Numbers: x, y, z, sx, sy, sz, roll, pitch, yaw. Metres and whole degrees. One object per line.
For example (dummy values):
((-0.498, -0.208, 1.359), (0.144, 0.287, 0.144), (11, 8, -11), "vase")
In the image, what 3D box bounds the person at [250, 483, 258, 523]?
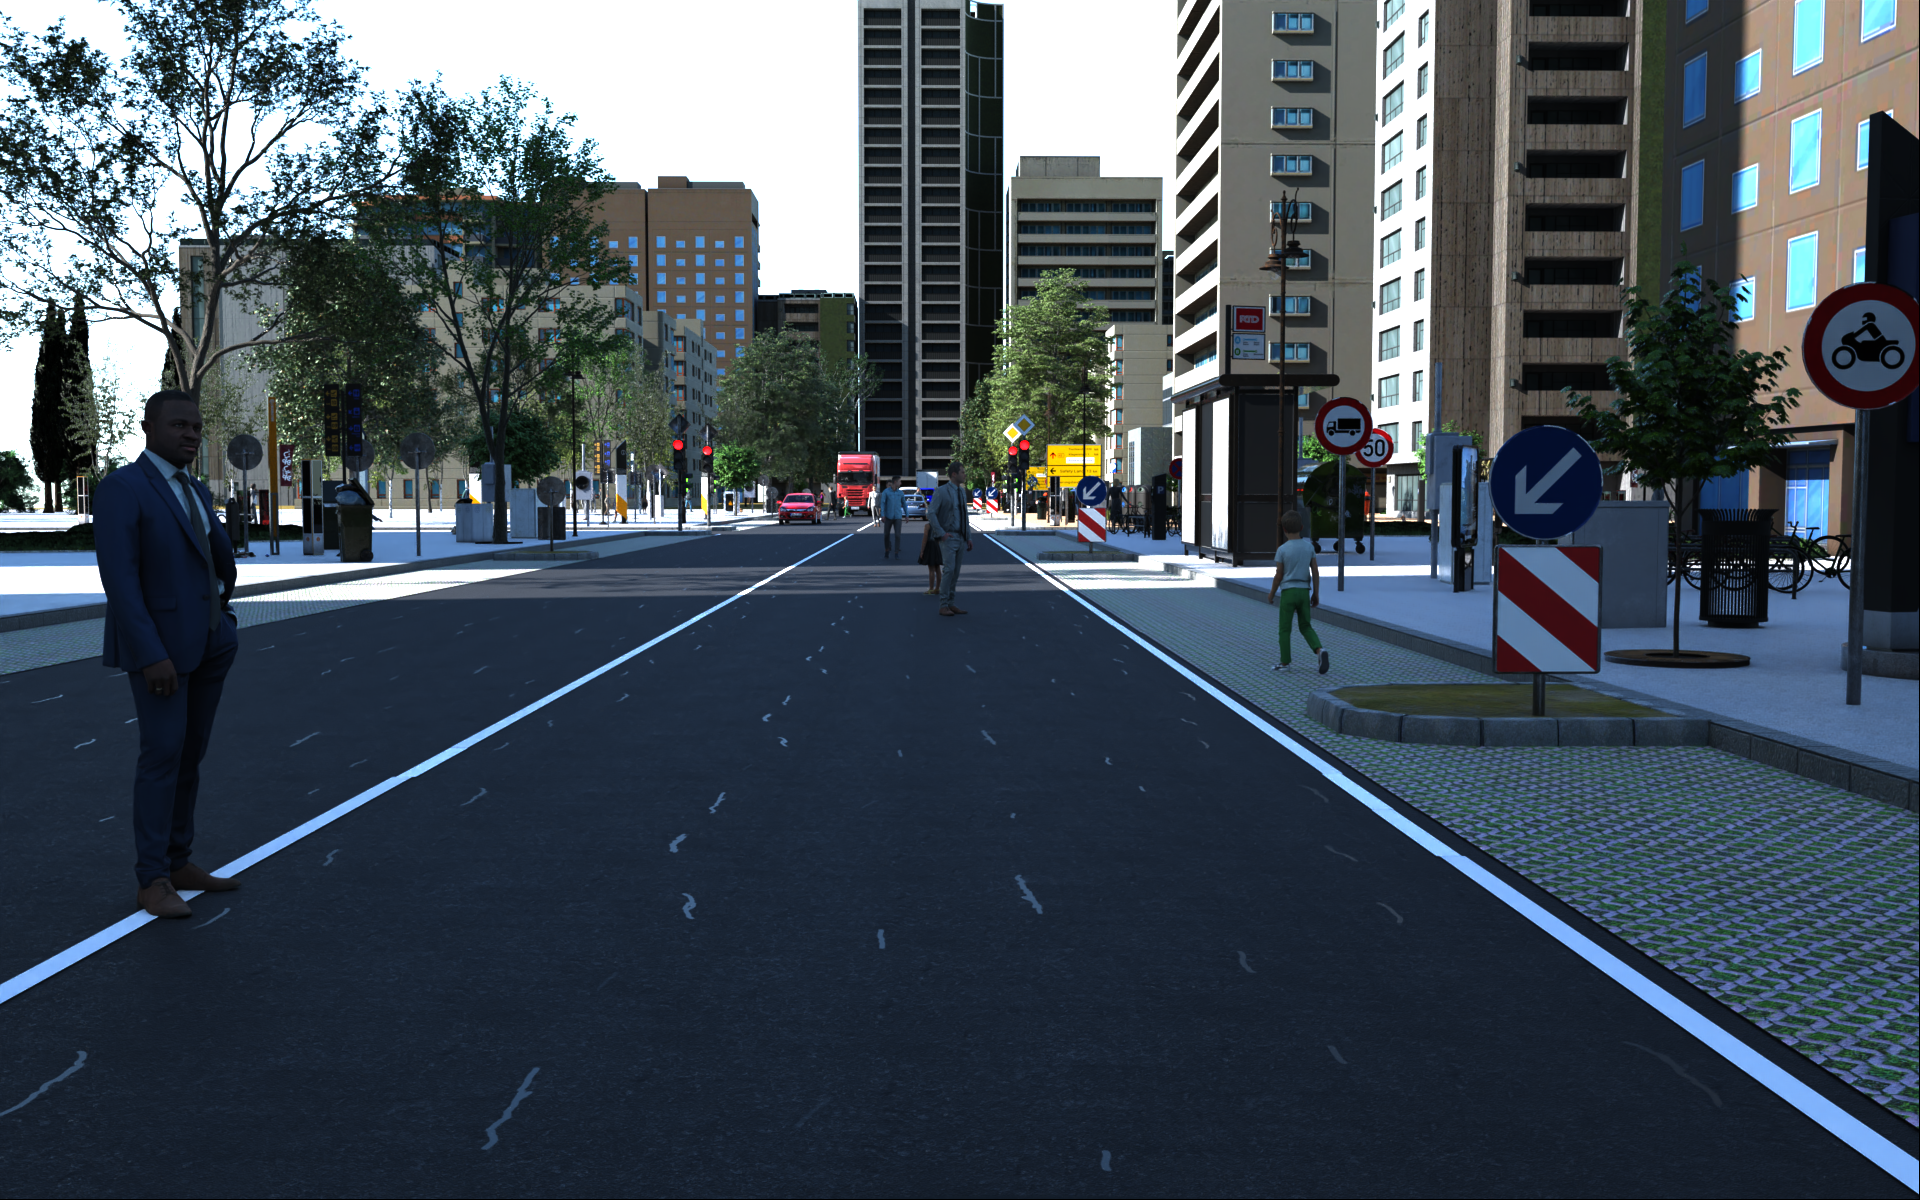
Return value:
((-26.483, -3.437, 64.798), (0.850, 1.850, 0.679), (-2, 4, -33), "person")

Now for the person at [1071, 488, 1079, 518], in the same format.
((6.313, -5.402, 94.554), (0.721, 1.800, 0.419), (2, 4, 30), "person")

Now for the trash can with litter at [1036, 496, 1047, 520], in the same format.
((4.023, -4.619, 86.912), (0.624, 1.170, 1.055), (0, 4, -7), "trash can with litter")

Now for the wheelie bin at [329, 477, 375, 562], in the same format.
((-11.474, -1.523, 32.817), (0.693, 1.594, 0.980), (-2, 4, -25), "wheelie bin")

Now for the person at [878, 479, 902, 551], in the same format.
((-1.734, -2.137, 43.641), (0.606, 1.804, 0.583), (-1, 4, -16), "person")

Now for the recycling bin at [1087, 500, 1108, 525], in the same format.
((5.749, -3.671, 72.581), (0.722, 1.027, 0.722), (-1, 4, -11), "recycling bin")

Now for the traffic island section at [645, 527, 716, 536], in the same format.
((-9.782, -2.333, 60.432), (2.009, 0.180, 2.903), (0, 4, -1), "traffic island section")

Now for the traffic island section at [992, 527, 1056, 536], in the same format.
((2.257, -2.347, 60.661), (2.009, 0.180, 2.903), (0, 4, -1), "traffic island section")

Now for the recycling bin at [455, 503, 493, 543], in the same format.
((-12.961, -2.060, 46.239), (0.722, 1.027, 0.722), (3, 4, 37), "recycling bin")

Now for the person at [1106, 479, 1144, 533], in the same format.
((5.520, -3.167, 58.037), (0.699, 1.804, 1.509), (-3, 5, -42), "person")

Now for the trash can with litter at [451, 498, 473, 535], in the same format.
((-15.804, -2.649, 54.704), (0.624, 1.170, 1.055), (-3, 4, -39), "trash can with litter")

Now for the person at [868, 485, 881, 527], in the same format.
((-3.690, -4.116, 75.920), (0.709, 1.813, 0.853), (0, 4, -3), "person")

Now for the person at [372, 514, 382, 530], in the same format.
((-21.697, -3.009, 63.190), (1.012, 1.151, 0.738), (1, 4, 17), "person")

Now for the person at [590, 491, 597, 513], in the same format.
((-25.292, -6.916, 119.312), (0.606, 1.804, 0.583), (-2, 4, -35), "person")

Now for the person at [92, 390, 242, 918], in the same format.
((-2.806, 0.156, 6.137), (0.419, 1.800, 0.721), (0, 4, 1), "person")

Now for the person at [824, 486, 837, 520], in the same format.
((-7.095, -5.296, 94.873), (0.755, 1.850, 0.659), (2, 4, 31), "person")

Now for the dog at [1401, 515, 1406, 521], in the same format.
((19.169, -3.470, 74.472), (0.748, 0.427, 0.550), (-2, 4, -30), "dog")

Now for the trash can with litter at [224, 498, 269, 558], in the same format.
((-14.865, -1.462, 34.959), (1.678, 1.210, 2.233), (-1, 4, -13), "trash can with litter")

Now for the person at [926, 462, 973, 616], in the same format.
((-0.101, -0.737, 20.657), (0.391, 1.810, 0.635), (2, 4, 29), "person")

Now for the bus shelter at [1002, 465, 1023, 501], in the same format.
((4.340, -9.116, 140.337), (1.731, 3.624, 6.357), (0, 4, -1), "bus shelter")

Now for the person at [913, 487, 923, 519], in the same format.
((-2.357, -5.488, 98.325), (0.767, 1.812, 0.694), (2, 4, 29), "person")

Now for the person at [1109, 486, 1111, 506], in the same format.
((10.358, -6.878, 118.672), (0.473, 1.802, 0.592), (1, 4, 19), "person")

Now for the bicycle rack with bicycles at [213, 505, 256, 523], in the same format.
((-24.552, -2.681, 57.220), (2.852, 0.926, 2.925), (-3, 4, -38), "bicycle rack with bicycles")

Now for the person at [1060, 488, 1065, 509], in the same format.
((6.462, -6.286, 109.004), (0.709, 1.800, 0.728), (-1, 4, -21), "person")

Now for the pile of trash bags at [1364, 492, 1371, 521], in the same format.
((15.853, -3.728, 70.705), (1.912, 1.369, 3.447), (-1, 4, -14), "pile of trash bags")

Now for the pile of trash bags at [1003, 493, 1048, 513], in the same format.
((4.717, -6.525, 116.433), (3.447, 1.369, 1.912), (-2, 4, -32), "pile of trash bags")

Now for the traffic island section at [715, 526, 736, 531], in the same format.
((-9.937, -2.822, 68.416), (2.009, 0.180, 2.903), (0, 4, -1), "traffic island section")

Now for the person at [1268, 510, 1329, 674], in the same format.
((2.700, -0.064, 13.795), (0.306, 1.304, 0.590), (-2, 4, -31), "person")

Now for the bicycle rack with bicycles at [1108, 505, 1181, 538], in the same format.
((5.990, -2.580, 55.558), (2.925, 0.926, 2.852), (-2, 4, -30), "bicycle rack with bicycles")

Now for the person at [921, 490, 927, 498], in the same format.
((-3.973, -10.295, 176.839), (1.348, 1.821, 0.705), (1, 4, 14), "person")

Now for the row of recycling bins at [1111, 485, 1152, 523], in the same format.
((7.754, -4.288, 77.216), (1.069, 1.692, 3.534), (-1, 4, -20), "row of recycling bins")

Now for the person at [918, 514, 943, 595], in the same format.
((-0.424, -0.703, 24.661), (0.373, 1.253, 0.362), (3, 5, 42), "person")

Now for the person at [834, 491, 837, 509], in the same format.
((-12.010, -9.681, 167.580), (0.721, 1.735, 1.217), (2, 4, 24), "person")

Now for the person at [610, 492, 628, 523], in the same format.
((-15.196, -4.304, 77.166), (0.760, 1.731, 0.466), (-1, 4, -16), "person")

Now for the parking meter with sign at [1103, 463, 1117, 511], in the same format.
((7.949, -6.151, 96.832), (1.738, 3.016, 0.543), (-3, 4, -37), "parking meter with sign")

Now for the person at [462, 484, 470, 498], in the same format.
((-22.932, -4.558, 80.917), (0.623, 1.781, 0.721), (-2, 4, -25), "person")

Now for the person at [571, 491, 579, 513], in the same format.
((-25.939, -6.778, 116.820), (0.622, 1.834, 0.822), (0, 4, -5), "person")

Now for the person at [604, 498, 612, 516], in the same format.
((-20.225, -5.457, 99.539), (0.640, 1.303, 0.475), (1, 4, 19), "person")

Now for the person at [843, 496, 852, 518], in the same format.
((-6.838, -5.650, 105.125), (0.590, 1.304, 0.306), (-1, 4, -12), "person")

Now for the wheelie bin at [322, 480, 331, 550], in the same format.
((-14.608, -1.977, 40.238), (0.980, 1.594, 0.693), (-2, 4, -24), "wheelie bin")

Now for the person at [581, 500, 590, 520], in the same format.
((-18.420, -4.804, 84.791), (0.606, 1.804, 0.583), (2, 4, 25), "person")

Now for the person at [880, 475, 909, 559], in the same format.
((-1.449, -1.828, 38.243), (0.638, 1.841, 0.748), (0, 4, -5), "person")

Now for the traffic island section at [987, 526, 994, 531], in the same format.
((2.102, -2.836, 68.645), (2.009, 0.180, 2.903), (0, 4, -1), "traffic island section")

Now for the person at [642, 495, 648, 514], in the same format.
((-20.012, -6.068, 109.917), (0.362, 1.253, 0.373), (0, 4, 6), "person")

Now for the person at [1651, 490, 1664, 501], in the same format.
((23.287, -3.155, 58.018), (0.834, 1.777, 0.661), (2, 4, 35), "person")

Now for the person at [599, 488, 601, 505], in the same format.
((-28.697, -8.123, 139.029), (0.592, 1.802, 0.473), (-1, 4, -16), "person")

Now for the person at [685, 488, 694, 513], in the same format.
((-18.619, -6.889, 118.656), (0.713, 1.824, 0.794), (-3, 5, -43), "person")

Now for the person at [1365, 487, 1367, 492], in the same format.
((18.995, -4.628, 81.725), (0.555, 1.821, 0.388), (-2, 4, -26), "person")

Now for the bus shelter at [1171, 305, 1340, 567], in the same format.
((5.498, -3.479, 34.510), (2.179, 5.291, 8.768), (0, 4, -1), "bus shelter")
